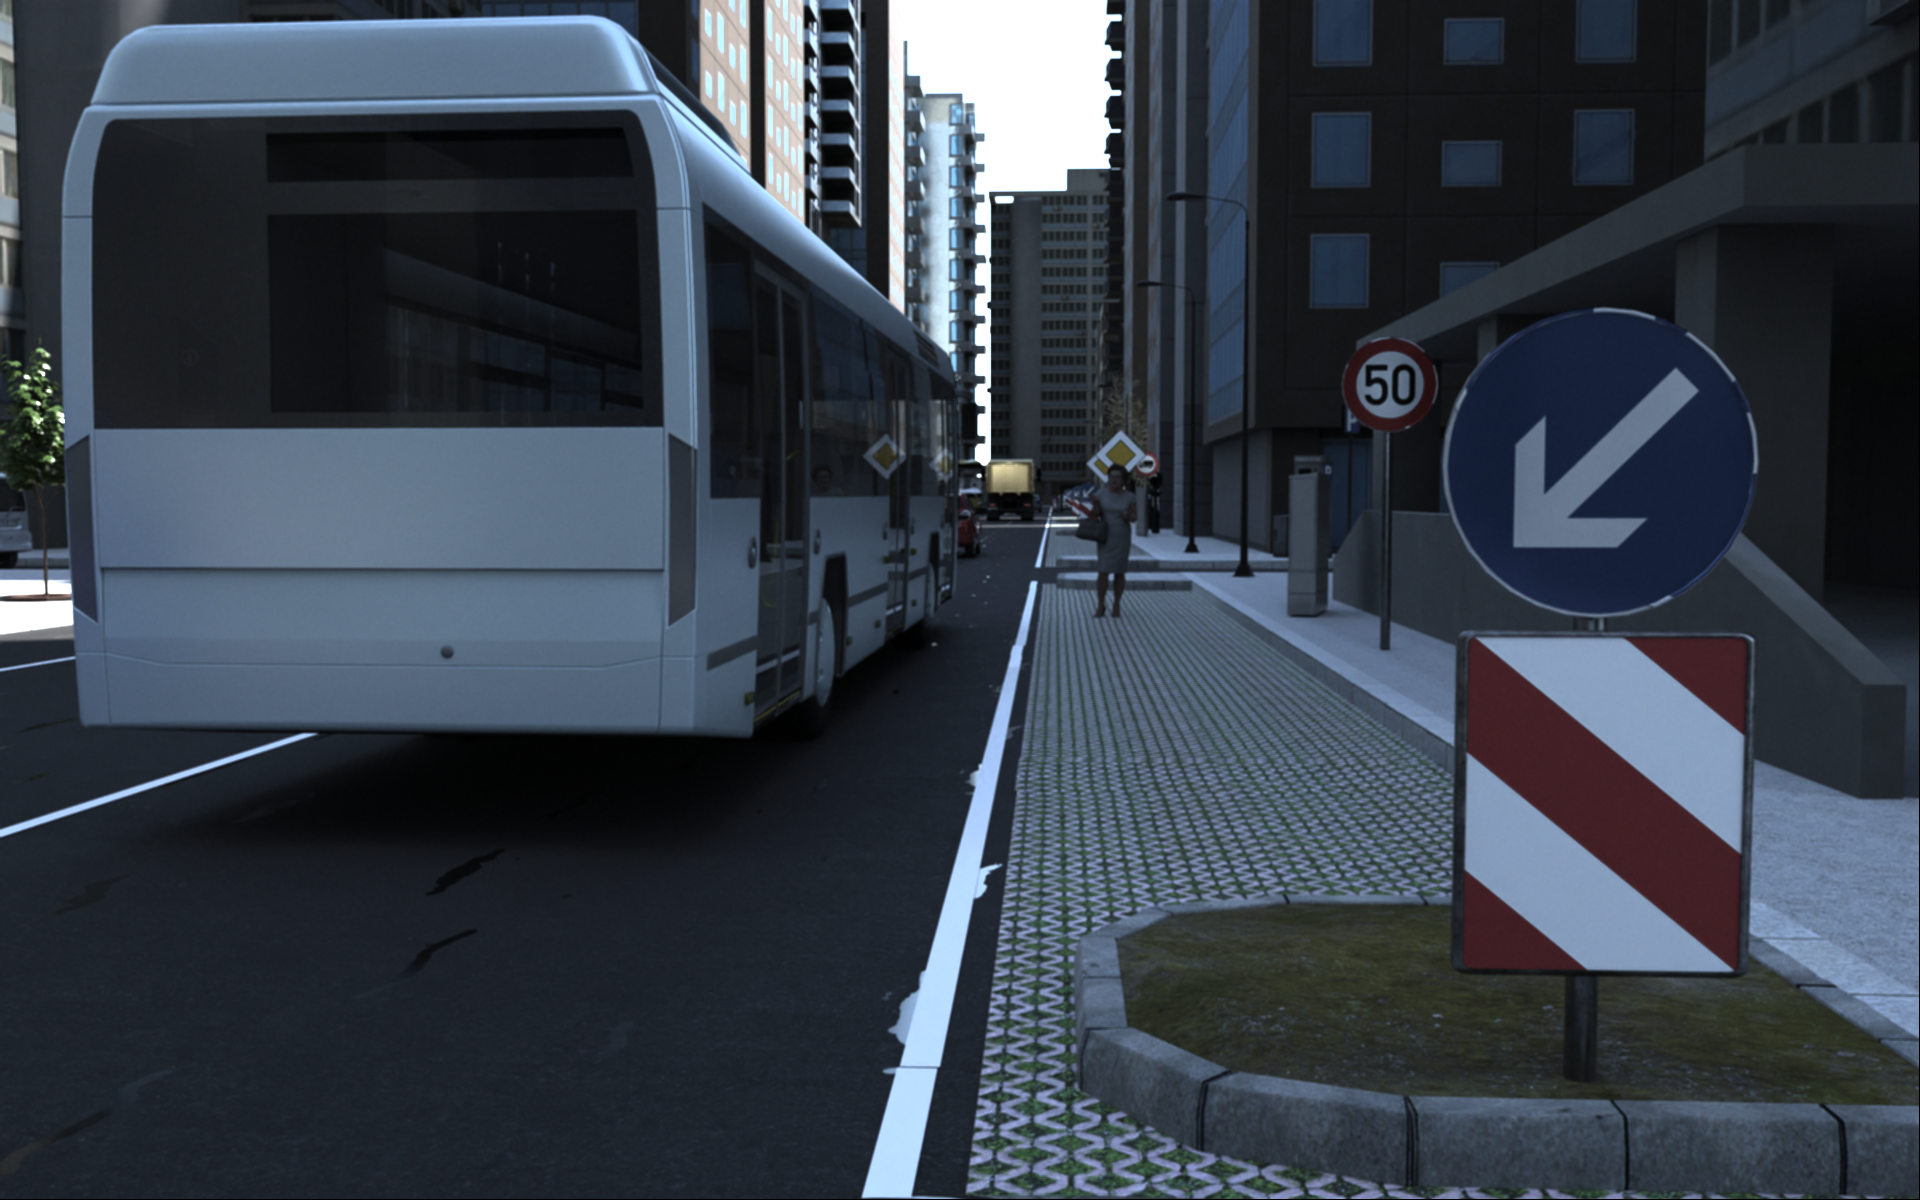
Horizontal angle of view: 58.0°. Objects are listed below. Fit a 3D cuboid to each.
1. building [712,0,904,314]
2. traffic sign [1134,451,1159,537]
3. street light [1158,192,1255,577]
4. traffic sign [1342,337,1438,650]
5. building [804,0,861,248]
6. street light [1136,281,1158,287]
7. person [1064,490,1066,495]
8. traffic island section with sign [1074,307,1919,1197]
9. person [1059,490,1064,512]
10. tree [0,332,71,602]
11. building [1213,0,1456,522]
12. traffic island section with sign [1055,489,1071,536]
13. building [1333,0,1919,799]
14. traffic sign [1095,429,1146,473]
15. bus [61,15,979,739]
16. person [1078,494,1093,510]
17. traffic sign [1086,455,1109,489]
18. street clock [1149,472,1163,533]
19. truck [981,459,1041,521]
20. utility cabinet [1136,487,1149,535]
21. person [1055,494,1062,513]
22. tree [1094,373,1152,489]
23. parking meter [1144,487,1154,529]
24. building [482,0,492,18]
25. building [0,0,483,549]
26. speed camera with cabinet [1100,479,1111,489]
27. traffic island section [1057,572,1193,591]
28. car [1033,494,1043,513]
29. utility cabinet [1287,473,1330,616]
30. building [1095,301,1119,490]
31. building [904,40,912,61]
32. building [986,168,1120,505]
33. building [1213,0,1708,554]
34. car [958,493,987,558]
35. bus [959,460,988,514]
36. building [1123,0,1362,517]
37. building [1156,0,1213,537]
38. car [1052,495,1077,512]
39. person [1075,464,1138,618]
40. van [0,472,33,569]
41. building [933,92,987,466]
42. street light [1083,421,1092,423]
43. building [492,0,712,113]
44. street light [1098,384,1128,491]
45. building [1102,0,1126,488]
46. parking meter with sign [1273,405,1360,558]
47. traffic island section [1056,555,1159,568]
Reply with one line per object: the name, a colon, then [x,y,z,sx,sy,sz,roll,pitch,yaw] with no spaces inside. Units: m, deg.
building: [-12.264,-30.480,148.454,14.600,45.320,14.200,0,4,3]
traffic sign: [5.546,-3.152,51.648,0.768,2.556,0.104,0,4,7]
street light: [3.872,-3.317,26.779,1.470,5.913,1.316,0,4,3]
traffic sign: [3.501,-0.861,14.189,0.768,2.556,0.104,0,4,5]
building: [-17.731,-49.678,124.903,22.319,86.520,31.000,0,4,3]
street light: [4.542,-3.995,37.852,1.470,5.913,1.316,0,4,3]
person: [9.350,-8.900,154.568,0.434,1.755,0.990,2,4,32]
traffic island section with sign: [1.300,0.254,4.482,1.989,1.847,2.006,0,4,3]
person: [7.830,-7.687,134.904,0.721,1.735,1.217,-1,4,-14]
tree: [-11.110,-1.603,20.816,1.663,3.219,1.824,0,3,0]
building: [17.511,-27.104,93.268,14.600,45.320,14.200,0,4,3]
traffic island section with sign: [4.322,-3.136,59.901,1.989,1.847,2.006,0,4,3]
building: [20.247,-19.585,12.094,32.217,40.220,23.993,0,4,3]
traffic sign: [2.490,-1.423,26.904,0.795,2.450,0.064,0,4,3]
bus: [-1.747,-1.131,13.356,2.948,3.499,13.247,0,4,5]
person: [5.518,-4.101,75.908,0.716,1.782,0.532,1,4,16]
traffic sign: [2.926,-1.910,34.877,0.795,2.450,0.064,0,4,3]
street clock: [6.391,-3.179,56.542,0.358,2.002,0.471,-2,4,-32]
truck: [2.801,-6.113,95.879,3.469,3.379,9.791,0,4,2]
utility cabinet: [5.663,-2.755,53.724,0.318,1.500,1.173,1,4,11]
person: [7.478,-7.337,131.678,0.599,1.433,0.991,-2,4,-31]
tree: [9.982,-9.429,104.522,4.360,8.622,3.978,0,3,0]
parking meter: [6.863,-3.338,62.995,0.372,1.533,0.369,0,3,0]
building: [-17.136,-25.953,74.440,14.600,45.320,14.200,0,4,3]
building: [-27.254,-21.785,48.061,32.217,40.220,23.993,0,4,3]
speed camera with cabinet: [8.926,-6.471,100.140,0.660,3.252,2.038,3,5,40]
traffic island section: [2.514,-0.287,26.980,2.009,0.180,2.903,0,4,3]
car: [5.477,-7.480,134.295,2.014,1.417,4.499,0,4,2]
utility cabinet: [3.728,-0.604,18.553,0.318,1.500,1.173,1,4,18]
building: [27.389,-19.835,169.338,27.650,21.520,28.899,0,4,3]
building: [-19.091,-33.948,174.657,30.456,49.044,23.786,0,4,3]
building: [15.390,-31.629,209.018,23.993,40.220,32.217,0,4,3]
building: [13.700,-23.963,41.898,14.200,45.320,14.600,0,4,3]
car: [-0.458,-1.930,40.592,2.155,1.783,4.494,0,4,3]
bus: [0.717,-8.305,127.334,2.896,3.916,12.252,0,4,3]
building: [18.390,-28.594,117.625,14.600,45.320,14.200,0,4,3]
building: [17.929,-31.905,63.648,21.231,58.520,28.212,0,4,3]
car: [8.523,-7.849,140.700,2.083,1.381,4.827,0,4,2]
person: [1.688,-0.679,19.964,0.716,1.782,0.532,0,4,7]
van: [-19.104,-1.484,31.274,4.112,2.044,2.013,0,4,3]
building: [-11.998,-35.896,206.501,30.456,49.044,23.786,0,4,3]
street light: [8.516,-8.395,109.795,1.470,5.913,1.316,0,4,3]
building: [-16.618,-27.348,97.254,14.600,45.320,14.200,0,4,3]
street light: [6.529,-6.174,73.483,1.470,5.913,1.316,0,4,3]
building: [22.775,-29.662,139.602,22.147,44.769,28.867,0,4,3]
parking meter with sign: [7.082,-2.349,34.671,1.738,3.016,0.543,3,5,44]
traffic island section: [2.950,-0.775,34.953,2.009,0.180,2.903,0,4,3]
